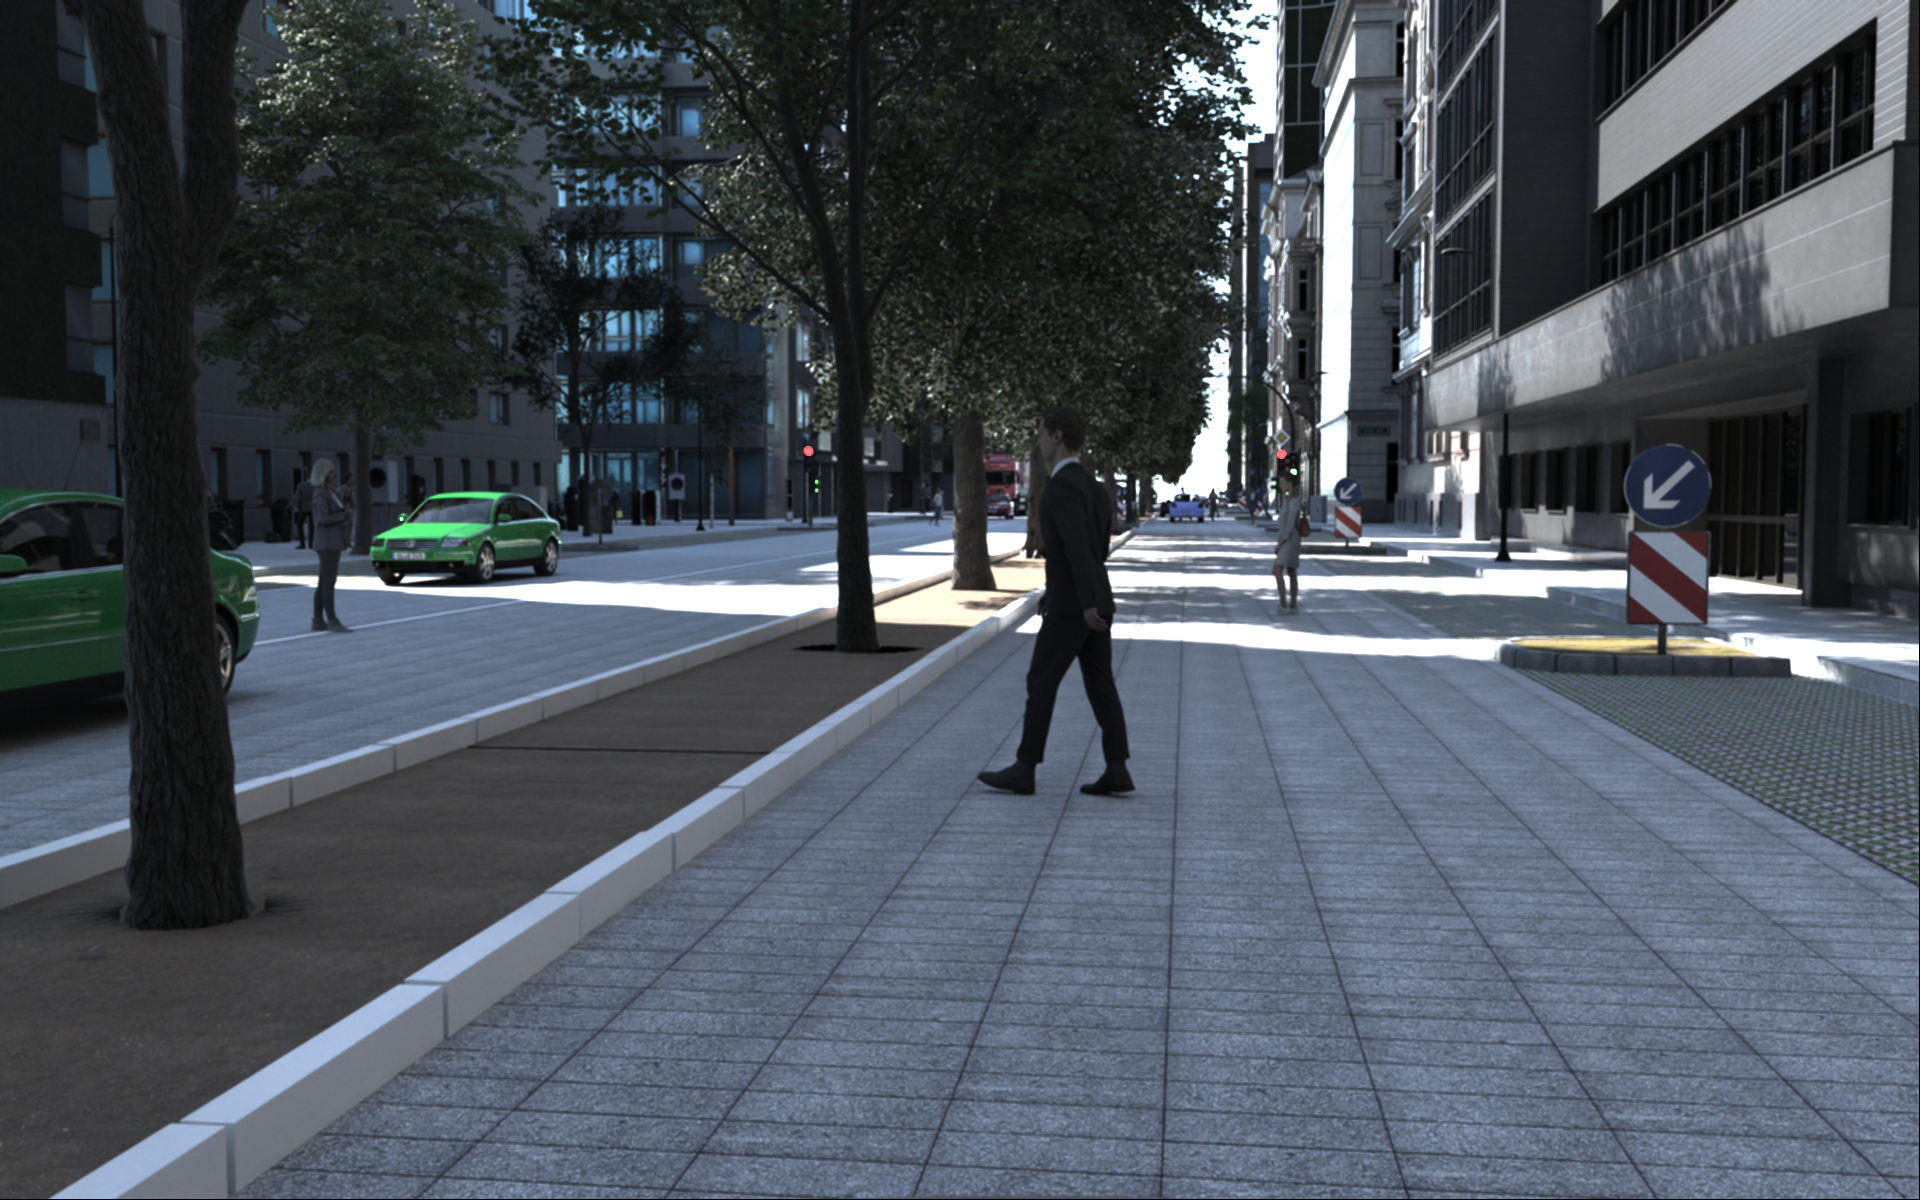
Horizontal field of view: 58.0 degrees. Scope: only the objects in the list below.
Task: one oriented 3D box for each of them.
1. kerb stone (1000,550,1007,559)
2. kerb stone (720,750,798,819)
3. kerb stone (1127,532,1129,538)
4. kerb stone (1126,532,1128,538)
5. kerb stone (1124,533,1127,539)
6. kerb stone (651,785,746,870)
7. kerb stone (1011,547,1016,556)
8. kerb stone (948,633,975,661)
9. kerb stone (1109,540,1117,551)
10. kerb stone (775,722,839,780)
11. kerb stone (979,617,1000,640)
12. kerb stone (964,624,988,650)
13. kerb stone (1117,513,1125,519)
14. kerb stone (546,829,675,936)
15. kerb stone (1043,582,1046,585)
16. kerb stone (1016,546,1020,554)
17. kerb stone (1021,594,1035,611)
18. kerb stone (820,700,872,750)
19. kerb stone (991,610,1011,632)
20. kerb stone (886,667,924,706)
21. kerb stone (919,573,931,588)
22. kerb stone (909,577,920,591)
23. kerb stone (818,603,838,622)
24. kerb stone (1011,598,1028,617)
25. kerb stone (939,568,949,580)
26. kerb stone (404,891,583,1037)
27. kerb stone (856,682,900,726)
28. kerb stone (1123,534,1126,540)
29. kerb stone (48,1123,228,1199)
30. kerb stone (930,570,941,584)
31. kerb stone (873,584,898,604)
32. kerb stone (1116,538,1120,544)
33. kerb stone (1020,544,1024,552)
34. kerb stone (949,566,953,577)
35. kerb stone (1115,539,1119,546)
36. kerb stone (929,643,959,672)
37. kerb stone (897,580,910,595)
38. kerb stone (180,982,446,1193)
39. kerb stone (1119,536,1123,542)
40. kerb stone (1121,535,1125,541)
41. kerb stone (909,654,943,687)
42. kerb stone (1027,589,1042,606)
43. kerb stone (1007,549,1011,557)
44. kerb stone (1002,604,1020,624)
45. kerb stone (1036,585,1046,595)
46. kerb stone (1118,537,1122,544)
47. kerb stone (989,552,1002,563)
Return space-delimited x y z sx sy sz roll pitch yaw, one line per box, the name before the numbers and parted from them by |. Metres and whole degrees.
kerb stone | 0.857 -0.958 37.879 0.120 0.150 1.000 0 4 7
kerb stone | -0.940 0.862 8.108 0.120 0.150 1.000 0 4 7
kerb stone | 5.217 -2.001 54.911 0.120 0.150 1.000 0 4 7
kerb stone | 5.084 -1.938 53.898 0.120 0.150 1.000 0 4 7
kerb stone | 4.949 -1.877 52.884 0.120 0.150 1.000 0 4 7
kerb stone | -1.075 0.930 7.095 0.120 0.150 1.000 0 4 7
kerb stone | 1.126 -1.076 39.912 0.120 0.150 1.000 0 4 7
kerb stone | -0.013 0.427 15.219 0.120 0.150 1.000 0 4 7
kerb stone | 4.010 -1.441 45.765 0.120 0.150 1.000 0 4 7
kerb stone | -0.810 0.800 9.122 0.120 0.150 1.000 0 4 7
kerb stone | 0.257 0.302 17.255 0.120 0.150 1.000 0 4 7
kerb stone | 0.122 0.364 16.238 0.120 0.150 1.000 0 4 7
kerb stone | 9.890 -5.161 106.574 0.120 0.150 1.000 0 4 7
kerb stone | -1.217 0.986 6.082 0.120 0.150 1.000 0 4 7
kerb stone | 1.200 -0.129 24.388 0.120 0.150 1.000 0 4 7
kerb stone | 1.261 -1.142 40.931 0.120 0.150 1.000 0 4 7
kerb stone | 0.791 0.056 21.340 0.120 0.150 1.000 0 4 7
kerb stone | -0.679 0.738 10.137 0.120 0.150 1.000 0 4 7
kerb stone | 0.400 0.240 18.278 0.120 0.150 1.000 0 4 7
kerb stone | -0.406 0.614 12.163 0.120 0.150 1.000 0 4 7
kerb stone | -0.616 -0.274 26.673 0.120 0.150 1.000 0 4 7
kerb stone | -0.760 -0.211 25.658 0.120 0.150 1.000 0 4 7
kerb stone | -1.557 0.165 19.570 0.120 0.150 1.000 0 4 7
kerb stone | 0.661 0.115 20.314 0.120 0.150 1.000 0 4 7
kerb stone | -0.358 -0.397 28.715 0.120 0.150 1.000 0 4 7
kerb stone | -1.343 1.048 5.064 0.120 0.150 1.000 0 4 7
kerb stone | -0.544 0.676 11.150 0.120 0.150 1.000 0 4 7
kerb stone | 4.818 -1.813 51.870 0.120 0.150 1.000 0 4 7
kerb stone | -1.614 1.172 3.031 0.120 0.150 1.000 0 4 7
kerb stone | -0.481 -0.336 27.700 0.120 0.150 1.000 0 4 7
kerb stone | -1.027 -0.088 23.627 0.120 0.150 1.000 0 4 7
kerb stone | 4.281 -1.566 47.815 0.120 0.150 1.000 0 4 7
kerb stone | 1.388 -1.208 41.949 0.120 0.150 1.000 0 4 7
kerb stone | -0.217 -0.459 29.728 0.120 0.150 1.000 0 4 7
kerb stone | 4.136 -1.500 46.788 0.120 0.150 1.000 0 4 7
kerb stone | -0.154 0.489 14.203 0.120 0.150 1.000 0 4 7
kerb stone | -0.884 -0.144 24.639 0.120 0.150 1.000 0 4 7
kerb stone | -1.478 1.115 4.049 0.120 0.150 1.000 0 4 7
kerb stone | 4.547 -1.691 49.843 0.120 0.150 1.000 0 4 7
kerb stone | 4.680 -1.753 50.857 0.120 0.150 1.000 0 4 7
kerb stone | -0.279 0.552 13.178 0.120 0.150 1.000 0 4 7
kerb stone | 0.923 -0.010 22.361 0.120 0.150 1.000 0 4 7
kerb stone | 0.985 -1.022 38.899 0.120 0.150 1.000 0 4 7
kerb stone | 0.535 0.177 19.299 0.120 0.150 1.000 0 4 7
kerb stone | 1.070 -0.067 23.373 0.120 0.150 1.000 0 4 7
kerb stone | 4.416 -1.629 48.829 0.120 0.150 1.000 0 4 7
kerb stone | 0.719 -0.897 36.866 0.120 0.150 1.000 0 4 7
